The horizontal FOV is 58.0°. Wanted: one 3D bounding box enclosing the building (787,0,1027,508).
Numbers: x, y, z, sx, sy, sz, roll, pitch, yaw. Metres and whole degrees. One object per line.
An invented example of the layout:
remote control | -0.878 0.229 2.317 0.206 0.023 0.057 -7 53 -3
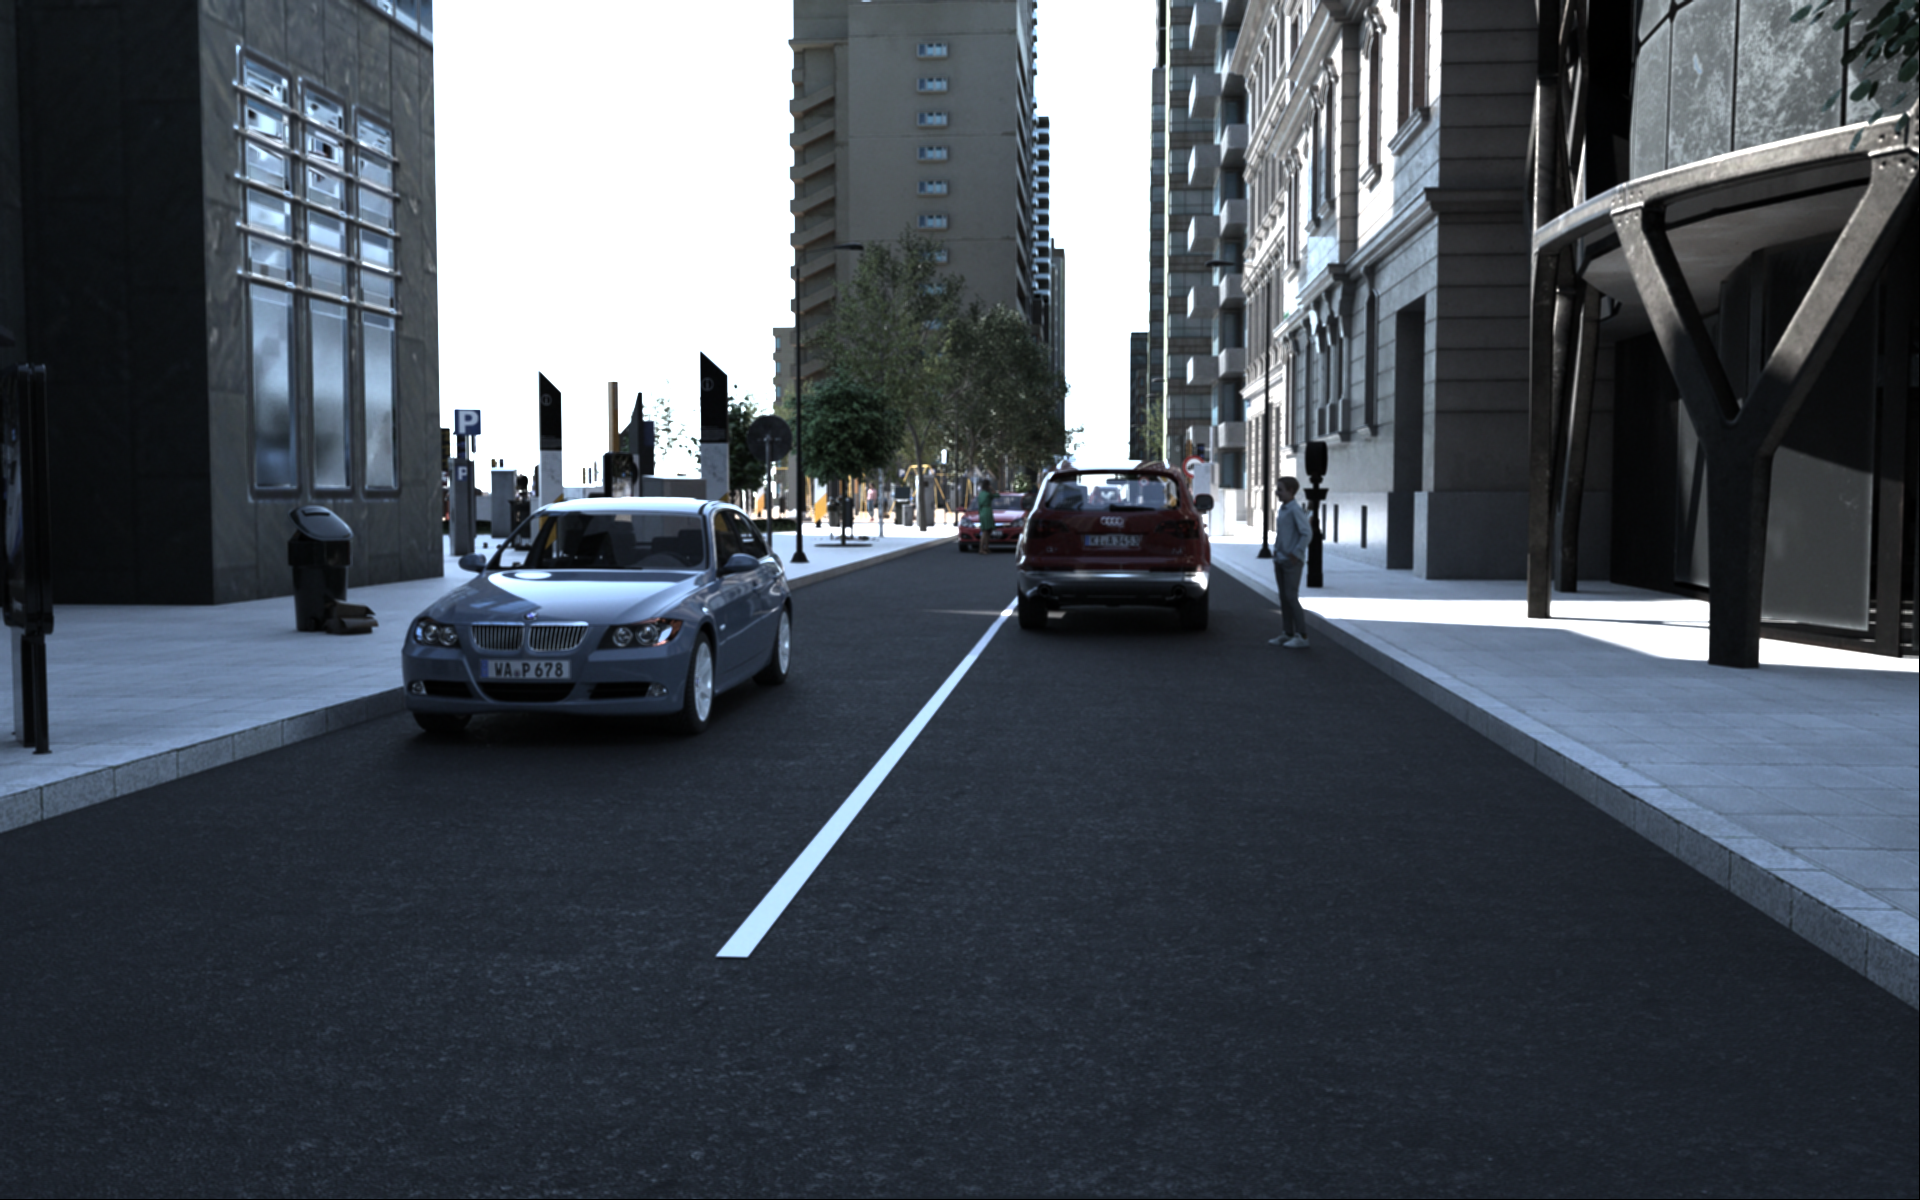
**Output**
building | -4.729 -33.117 165.163 21.300 48.544 21.600 0 4 5

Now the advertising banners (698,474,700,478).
advertising banners | -17.815 -7.520 119.136 0.090 3.025 2.074 0 4 3

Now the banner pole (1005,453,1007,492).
banner pole | 2.550 -6.426 95.075 0.401 3.779 0.863 0 4 -3

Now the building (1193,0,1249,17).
building | 27.207 -28.721 89.204 30.456 49.044 23.786 0 4 5

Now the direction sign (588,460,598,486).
direction sign | -24.037 -7.477 114.251 0.379 3.537 0.876 -2 4 -29

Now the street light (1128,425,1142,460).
street light | 12.269 -8.824 116.815 1.470 5.913 1.316 0 4 5

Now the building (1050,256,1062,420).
building | 9.946 -37.150 290.994 14.154 41.232 14.086 0 4 5

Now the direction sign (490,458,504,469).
direction sign | -29.128 -7.166 109.155 0.876 3.537 0.379 -2 4 -34

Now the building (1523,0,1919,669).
building | 13.851 -9.068 15.717 16.820 18.784 16.811 0 4 5

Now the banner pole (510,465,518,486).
banner pole | -38.159 -9.662 147.987 0.863 3.779 0.401 0 4 -3

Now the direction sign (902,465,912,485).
direction sign | -4.149 -8.803 135.926 0.876 3.537 0.379 1 4 16

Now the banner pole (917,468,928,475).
banner pole | -2.797 -9.078 138.443 0.863 3.779 0.401 2 4 34

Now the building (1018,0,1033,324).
building | 0.798 -47.529 215.347 20.563 71.187 20.611 0 4 5

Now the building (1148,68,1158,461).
building | 25.460 -29.708 169.314 14.154 41.232 14.086 0 4 5

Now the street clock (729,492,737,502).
street clock | -15.479 -6.858 116.702 0.358 2.002 0.471 -2 4 -25

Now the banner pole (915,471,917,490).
banner pole | -3.522 -9.710 148.770 0.863 3.779 0.401 -2 4 -28

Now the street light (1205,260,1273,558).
street light | 5.569 -3.792 34.533 1.470 5.913 1.316 0 4 5

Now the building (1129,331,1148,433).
building | 36.758 -32.598 304.674 14.160 30.474 14.107 0 4 5

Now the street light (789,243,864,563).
street light | -2.472 -3.652 32.250 1.470 5.913 1.316 0 4 5

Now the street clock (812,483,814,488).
street clock | -8.197 -5.789 99.227 0.471 2.002 0.358 -1 4 -14

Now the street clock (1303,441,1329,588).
street clock | 4.890 -1.177 23.809 0.358 2.002 0.471 1 4 22

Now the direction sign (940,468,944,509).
direction sign | -1.461 -9.560 148.305 0.379 3.537 0.876 -2 4 -31

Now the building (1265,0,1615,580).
building | 14.084 -15.182 35.612 14.401 28.519 23.554 0 4 5

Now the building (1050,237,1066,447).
building | 11.613 -40.048 304.897 14.600 45.320 14.200 0 4 5

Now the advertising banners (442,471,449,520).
advertising banners | -24.536 -5.331 83.348 2.074 3.025 0.090 0 4 -4

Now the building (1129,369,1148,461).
building | 41.743 -26.786 282.992 27.650 21.520 28.899 0 4 5

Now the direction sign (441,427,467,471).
direction sign | -17.226 -4.096 58.971 0.876 3.537 0.379 -2 4 -35

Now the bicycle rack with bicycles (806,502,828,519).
bicycle rack with bicycles | -7.203 -4.753 91.089 2.925 0.926 2.852 3 5 45

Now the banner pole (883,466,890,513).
banner pole | -5.064 -7.811 117.729 0.401 3.779 0.863 2 4 33

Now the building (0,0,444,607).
building | -18.415 -42.625 9.593 22.319 86.520 31.000 0 4 5

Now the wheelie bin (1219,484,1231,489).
wheelie bin | 8.551 -3.003 57.002 0.980 1.594 0.693 2 4 24

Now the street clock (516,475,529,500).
street clock | -16.425 -3.702 65.095 0.358 2.002 0.471 2 4 25

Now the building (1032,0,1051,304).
building | 4.438 -58.389 267.335 22.319 86.520 31.000 0 4 5

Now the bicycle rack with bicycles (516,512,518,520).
bicycle rack with bicycles | -17.436 -3.486 70.379 2.852 0.926 2.925 0 4 1

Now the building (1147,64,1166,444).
building | 32.058 -34.938 190.839 23.786 49.044 30.456 0 4 5

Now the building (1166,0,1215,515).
building | 20.450 -26.289 113.414 14.154 41.232 14.086 0 4 5

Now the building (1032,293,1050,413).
building | 5.556 -29.018 246.141 14.160 30.474 14.107 0 4 5

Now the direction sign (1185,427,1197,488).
direction sign | 7.809 -4.112 59.224 0.379 3.537 0.876 0 4 7

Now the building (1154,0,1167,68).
building | 32.408 -47.551 215.705 20.563 71.187 20.611 0 4 5

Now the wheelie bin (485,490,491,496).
wheelie bin | -36.460 -7.676 133.403 0.693 1.594 0.980 0 4 6

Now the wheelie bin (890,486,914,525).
wheelie bin | -2.388 -3.878 71.321 0.980 1.594 0.693 0 4 2

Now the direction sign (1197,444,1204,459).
direction sign | 10.527 -5.247 77.793 0.876 3.537 0.379 0 4 -5

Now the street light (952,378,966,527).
street light | 0.406 -5.819 67.682 1.470 5.913 1.316 0 4 5

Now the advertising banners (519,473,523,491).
advertising banners | -36.955 -9.024 143.735 2.074 3.025 0.090 2 4 34

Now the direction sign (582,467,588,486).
direction sign | -31.002 -9.300 144.048 0.876 3.537 0.379 1 4 8

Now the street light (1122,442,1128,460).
street light | 15.659 -11.296 157.225 1.470 5.913 1.316 0 4 5

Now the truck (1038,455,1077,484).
truck | 7.393 -8.361 126.463 2.967 4.110 18.799 0 4 4

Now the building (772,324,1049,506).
building | -4.419 -21.222 192.024 27.650 21.520 28.899 0 4 5

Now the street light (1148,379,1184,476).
street light | 8.455 -5.959 69.965 1.470 5.913 1.316 0 4 5

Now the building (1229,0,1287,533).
building | 15.571 -13.572 58.058 11.583 22.565 21.152 0 4 5
